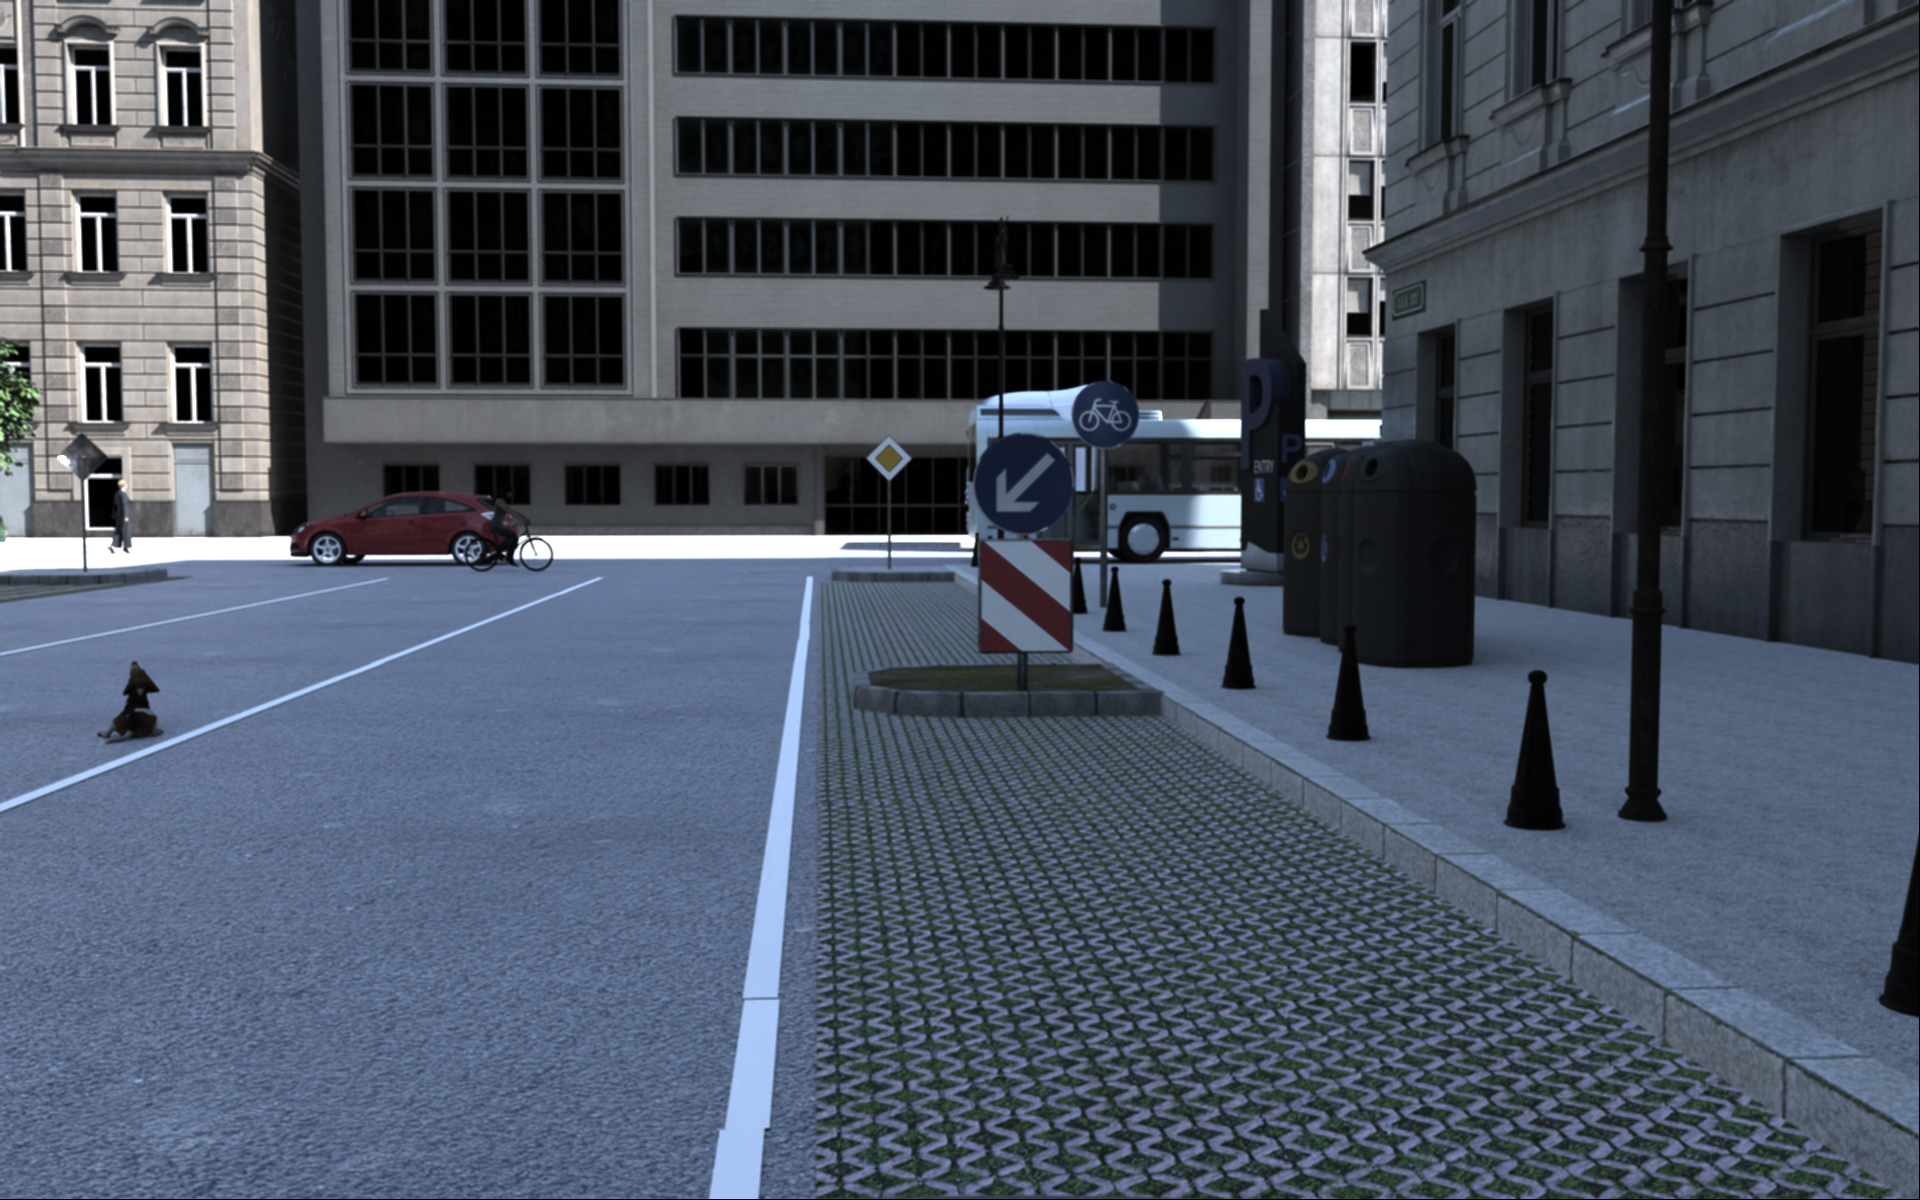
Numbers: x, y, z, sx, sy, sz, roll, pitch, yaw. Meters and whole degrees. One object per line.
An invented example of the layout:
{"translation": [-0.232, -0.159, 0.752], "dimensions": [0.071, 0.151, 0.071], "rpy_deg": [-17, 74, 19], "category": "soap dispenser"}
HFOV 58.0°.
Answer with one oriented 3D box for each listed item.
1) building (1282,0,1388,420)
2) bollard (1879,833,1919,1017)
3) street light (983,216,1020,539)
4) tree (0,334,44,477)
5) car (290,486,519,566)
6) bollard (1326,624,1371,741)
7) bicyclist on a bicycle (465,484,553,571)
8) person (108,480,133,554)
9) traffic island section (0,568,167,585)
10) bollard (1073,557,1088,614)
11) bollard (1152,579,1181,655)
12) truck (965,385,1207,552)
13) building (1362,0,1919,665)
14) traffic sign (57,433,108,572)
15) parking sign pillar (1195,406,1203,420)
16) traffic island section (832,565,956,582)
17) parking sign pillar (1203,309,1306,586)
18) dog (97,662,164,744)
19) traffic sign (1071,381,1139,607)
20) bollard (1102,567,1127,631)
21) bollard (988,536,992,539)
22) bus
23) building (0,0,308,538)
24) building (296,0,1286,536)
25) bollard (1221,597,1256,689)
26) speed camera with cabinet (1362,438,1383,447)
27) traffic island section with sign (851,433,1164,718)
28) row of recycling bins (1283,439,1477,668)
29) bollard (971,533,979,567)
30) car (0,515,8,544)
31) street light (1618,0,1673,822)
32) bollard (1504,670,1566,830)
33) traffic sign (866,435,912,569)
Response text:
{"translation": [19.761, -14.745, 59.104], "dimensions": [19.932, 24.808, 12.078], "rpy_deg": [0, 4, -5], "category": "building"}
{"translation": [2.426, 0.717, 4.312], "dimensions": [0.229, 0.601, 0.229], "rpy_deg": [0, 3, 0], "category": "bollard"}
{"translation": [0.691, -3.445, 29.112], "dimensions": [0.468, 5.910, 1.993], "rpy_deg": [0, 4, -5], "category": "street light"}
{"translation": [-17.325, -2.790, 29.324], "dimensions": [4.285, 4.588, 4.351], "rpy_deg": [0, 3, 0], "category": "tree"}
{"translation": [-11.293, -1.600, 35.197], "dimensions": [4.494, 1.783, 2.155], "rpy_deg": [0, 4, -4], "category": "car"}
{"translation": [2.041, 0.425, 9.085], "dimensions": [0.229, 0.601, 0.229], "rpy_deg": [0, 3, 0], "category": "bollard"}
{"translation": [-8.352, -1.348, 32.062], "dimensions": [1.625, 1.676, 1.499], "rpy_deg": [0, 4, -6], "category": "bicyclist on a bicycle"}
{"translation": [-20.154, -2.000, 41.629], "dimensions": [0.576, 1.772, 0.534], "rpy_deg": [1, 4, 15], "category": "person"}
{"translation": [-14.434, -0.382, 28.535], "dimensions": [2.009, 0.180, 2.903], "rpy_deg": [0, 4, -5], "category": "traffic island section"}
{"translation": [1.267, -0.160, 18.650], "dimensions": [0.229, 0.601, 0.229], "rpy_deg": [0, 3, 0], "category": "bollard"}
{"translation": [1.653, 0.134, 13.858], "dimensions": [0.229, 0.601, 0.229], "rpy_deg": [0, 3, 0], "category": "bollard"}
{"translation": [8.852, -3.327, 44.157], "dimensions": [18.799, 4.110, 2.967], "rpy_deg": [0, 4, -5], "category": "truck"}
{"translation": [15.773, -13.918, 3.979], "dimensions": [17.030, 29.872, 44.131], "rpy_deg": [0, 4, -5], "category": "building"}
{"translation": [-14.411, -1.519, 28.475], "dimensions": [0.795, 2.450, 0.064], "rpy_deg": [0, 4, -5], "category": "traffic sign"}
{"translation": [6.633, -3.683, 48.691], "dimensions": [1.447, 3.967, 1.447], "rpy_deg": [2, 4, 27], "category": "parking sign pillar"}
{"translation": [-1.185, -0.448, 29.598], "dimensions": [2.009, 0.180, 2.903], "rpy_deg": [0, 4, -5], "category": "traffic island section"}
{"translation": [4.457, -2.215, 24.688], "dimensions": [1.447, 3.967, 1.447], "rpy_deg": [-1, 4, -14], "category": "parking sign pillar"}
{"translation": [-4.998, 0.603, 10.330], "dimensions": [0.550, 0.427, 0.748], "rpy_deg": [1, 4, 18], "category": "dog"}
{"translation": [1.628, -1.189, 19.553], "dimensions": [0.768, 2.556, 0.104], "rpy_deg": [0, 4, -3], "category": "traffic sign"}
{"translation": [1.452, -0.014, 16.263], "dimensions": [0.229, 0.601, 0.229], "rpy_deg": [0, 3, 0], "category": "bollard"}
{"translation": [0.491, -0.744, 28.208], "dimensions": [0.229, 0.601, 0.229], "rpy_deg": [0, 3, 0], "category": "bollard"}
{"translation": [6.864, -2.578, 37.005], "dimensions": [13.247, 3.499, 2.948], "rpy_deg": [0, 4, -4], "category": "bus"}
{"translation": [-33.000, -15.739, 54.604], "dimensions": [25.104, 27.353, 12.463], "rpy_deg": [0, 4, -5], "category": "building"}
{"translation": [-5.232, -14.619, 58.079], "dimensions": [30.058, 24.678, 14.314], "rpy_deg": [0, 4, -5], "category": "building"}
{"translation": [1.848, 0.279, 11.472], "dimensions": [0.229, 0.601, 0.229], "rpy_deg": [0, 3, 0], "category": "bollard"}
{"translation": [6.903, -2.127, 29.120], "dimensions": [0.660, 3.252, 2.038], "rpy_deg": [0, 4, -3], "category": "speed camera with cabinet"}
{"translation": [0.249, -0.206, 11.989], "dimensions": [1.989, 1.847, 2.006], "rpy_deg": [0, 4, -5], "category": "traffic island section with sign"}
{"translation": [3.463, -0.449, 14.460], "dimensions": [1.069, 1.692, 3.534], "rpy_deg": [0, 4, 0], "category": "row of recycling bins"}
{"translation": [0.300, -0.891, 30.605], "dimensions": [0.229, 0.601, 0.229], "rpy_deg": [0, 3, 0], "category": "bollard"}
{"translation": [-24.885, -1.739, 40.233], "dimensions": [4.920, 1.459, 2.131], "rpy_deg": [0, 4, -4], "category": "car"}
{"translation": [2.705, -2.073, 6.687], "dimensions": [0.468, 5.910, 1.993], "rpy_deg": [0, 4, -5], "category": "street light"}
{"translation": [2.228, 0.571, 6.698], "dimensions": [0.229, 0.601, 0.229], "rpy_deg": [0, 3, 0], "category": "bollard"}
{"translation": [-1.208, -1.583, 29.519], "dimensions": [0.795, 2.450, 0.064], "rpy_deg": [0, 4, -5], "category": "traffic sign"}
